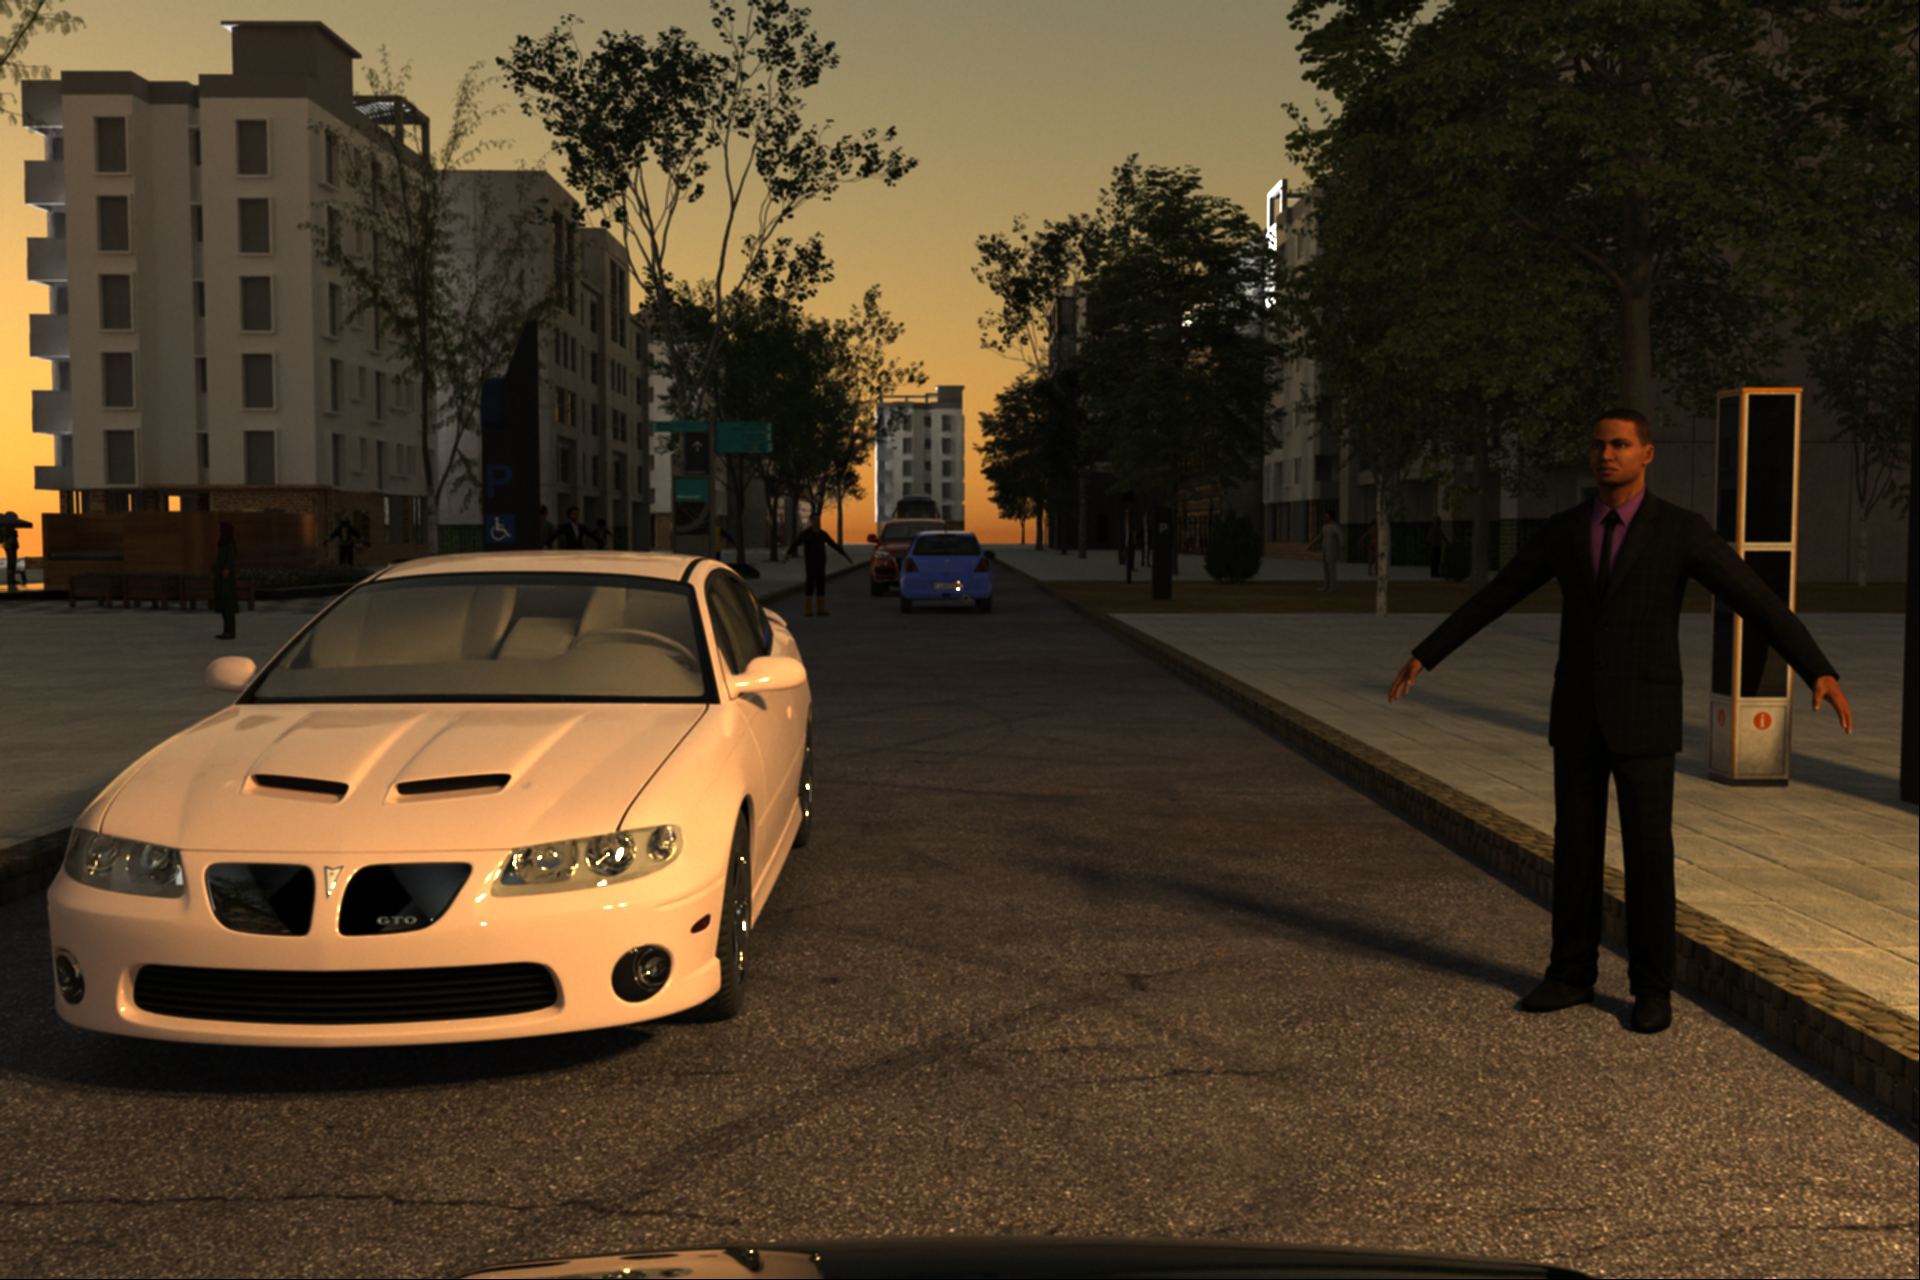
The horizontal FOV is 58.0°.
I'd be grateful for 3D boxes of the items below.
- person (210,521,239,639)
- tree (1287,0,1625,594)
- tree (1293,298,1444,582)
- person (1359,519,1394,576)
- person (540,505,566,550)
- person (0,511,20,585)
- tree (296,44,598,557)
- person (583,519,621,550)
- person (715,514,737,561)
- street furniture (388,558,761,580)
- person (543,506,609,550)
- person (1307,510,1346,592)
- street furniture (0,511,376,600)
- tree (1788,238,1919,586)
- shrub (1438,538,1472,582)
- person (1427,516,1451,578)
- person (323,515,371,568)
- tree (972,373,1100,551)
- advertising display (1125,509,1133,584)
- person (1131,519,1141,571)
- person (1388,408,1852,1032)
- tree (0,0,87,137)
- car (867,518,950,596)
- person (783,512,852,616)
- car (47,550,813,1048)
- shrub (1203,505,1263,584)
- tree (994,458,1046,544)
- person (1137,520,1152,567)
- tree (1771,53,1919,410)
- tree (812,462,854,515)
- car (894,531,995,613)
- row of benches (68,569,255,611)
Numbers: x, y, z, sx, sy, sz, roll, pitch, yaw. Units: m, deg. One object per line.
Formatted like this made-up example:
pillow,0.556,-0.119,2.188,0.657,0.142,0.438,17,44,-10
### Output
person,-9.052,-0.734,21.212,0.599,1.438,0.989,-2,4,-32
tree,10.674,-7.246,36.601,7.486,12.596,7.792,0,3,0
tree,11.146,-5.834,45.744,4.737,8.622,4.395,0,3,0
person,12.861,-2.862,53.589,0.721,1.733,1.217,-3,5,-43
person,-7.402,-1.501,30.820,1.348,1.796,0.705,1,4,19
person,-24.121,-2.344,44.087,0.705,1.858,1.354,-2,4,-26
tree,-8.516,-4.691,27.058,4.360,8.622,3.978,0,3,0
person,-13.006,-3.469,62.862,1.345,1.843,0.704,-1,4,-8
person,-5.868,-2.116,41.068,1.216,1.772,0.721,-1,4,-23
street furniture,-10.673,-1.962,47.700,10.072,0.657,5.734,0,4,1
person,-6.391,-1.353,28.840,1.216,1.740,0.721,-2,4,-31
person,8.234,-1.987,38.678,0.705,1.806,1.347,-2,4,-24
street furniture,-15.325,-1.844,36.997,9.812,1.723,11.010,0,4,2
tree,22.334,-5.621,42.262,4.737,8.622,4.395,0,3,0
shrub,13.292,-2.159,46.409,1.383,1.207,1.383,0,3,0
person,14.054,-2.744,50.987,0.705,1.813,1.348,3,5,42
person,-18.145,-2.779,51.208,1.354,1.856,0.705,-1,4,-11
tree,6.046,-13.875,133.505,9.857,13.997,8.962,0,3,0
advertising display,4.399,-2.441,45.131,0.123,1.923,0.974,0,3,0
person,6.011,-3.333,60.457,0.705,1.833,1.349,2,4,23
person,1.932,0.217,5.138,1.346,1.802,0.704,3,5,41
tree,-9.017,-3.775,12.085,4.360,8.622,3.978,0,3,0
car,-1.053,-2.015,41.611,2.281,1.827,5.304,0,3,0
person,-2.527,-1.335,30.421,1.346,1.812,0.704,-2,4,-32
car,-1.588,0.352,6.603,2.083,1.381,4.827,0,4,-1
shrub,7.085,-2.479,44.958,1.690,2.028,1.600,0,3,0
tree,7.919,-18.009,220.202,9.928,11.665,9.643,0,3,0
person,7.285,-3.769,67.553,0.705,1.837,1.347,-2,4,-34
tree,21.235,-7.555,33.890,12.009,13.543,11.850,0,3,0
tree,-18.358,-18.986,220.785,12.009,13.543,11.850,0,3,0
car,-0.288,-1.410,32.647,1.945,1.707,3.694,0,4,-2
row of benches,-13.828,-0.876,29.793,4.104,0.672,1.422,2,4,28
